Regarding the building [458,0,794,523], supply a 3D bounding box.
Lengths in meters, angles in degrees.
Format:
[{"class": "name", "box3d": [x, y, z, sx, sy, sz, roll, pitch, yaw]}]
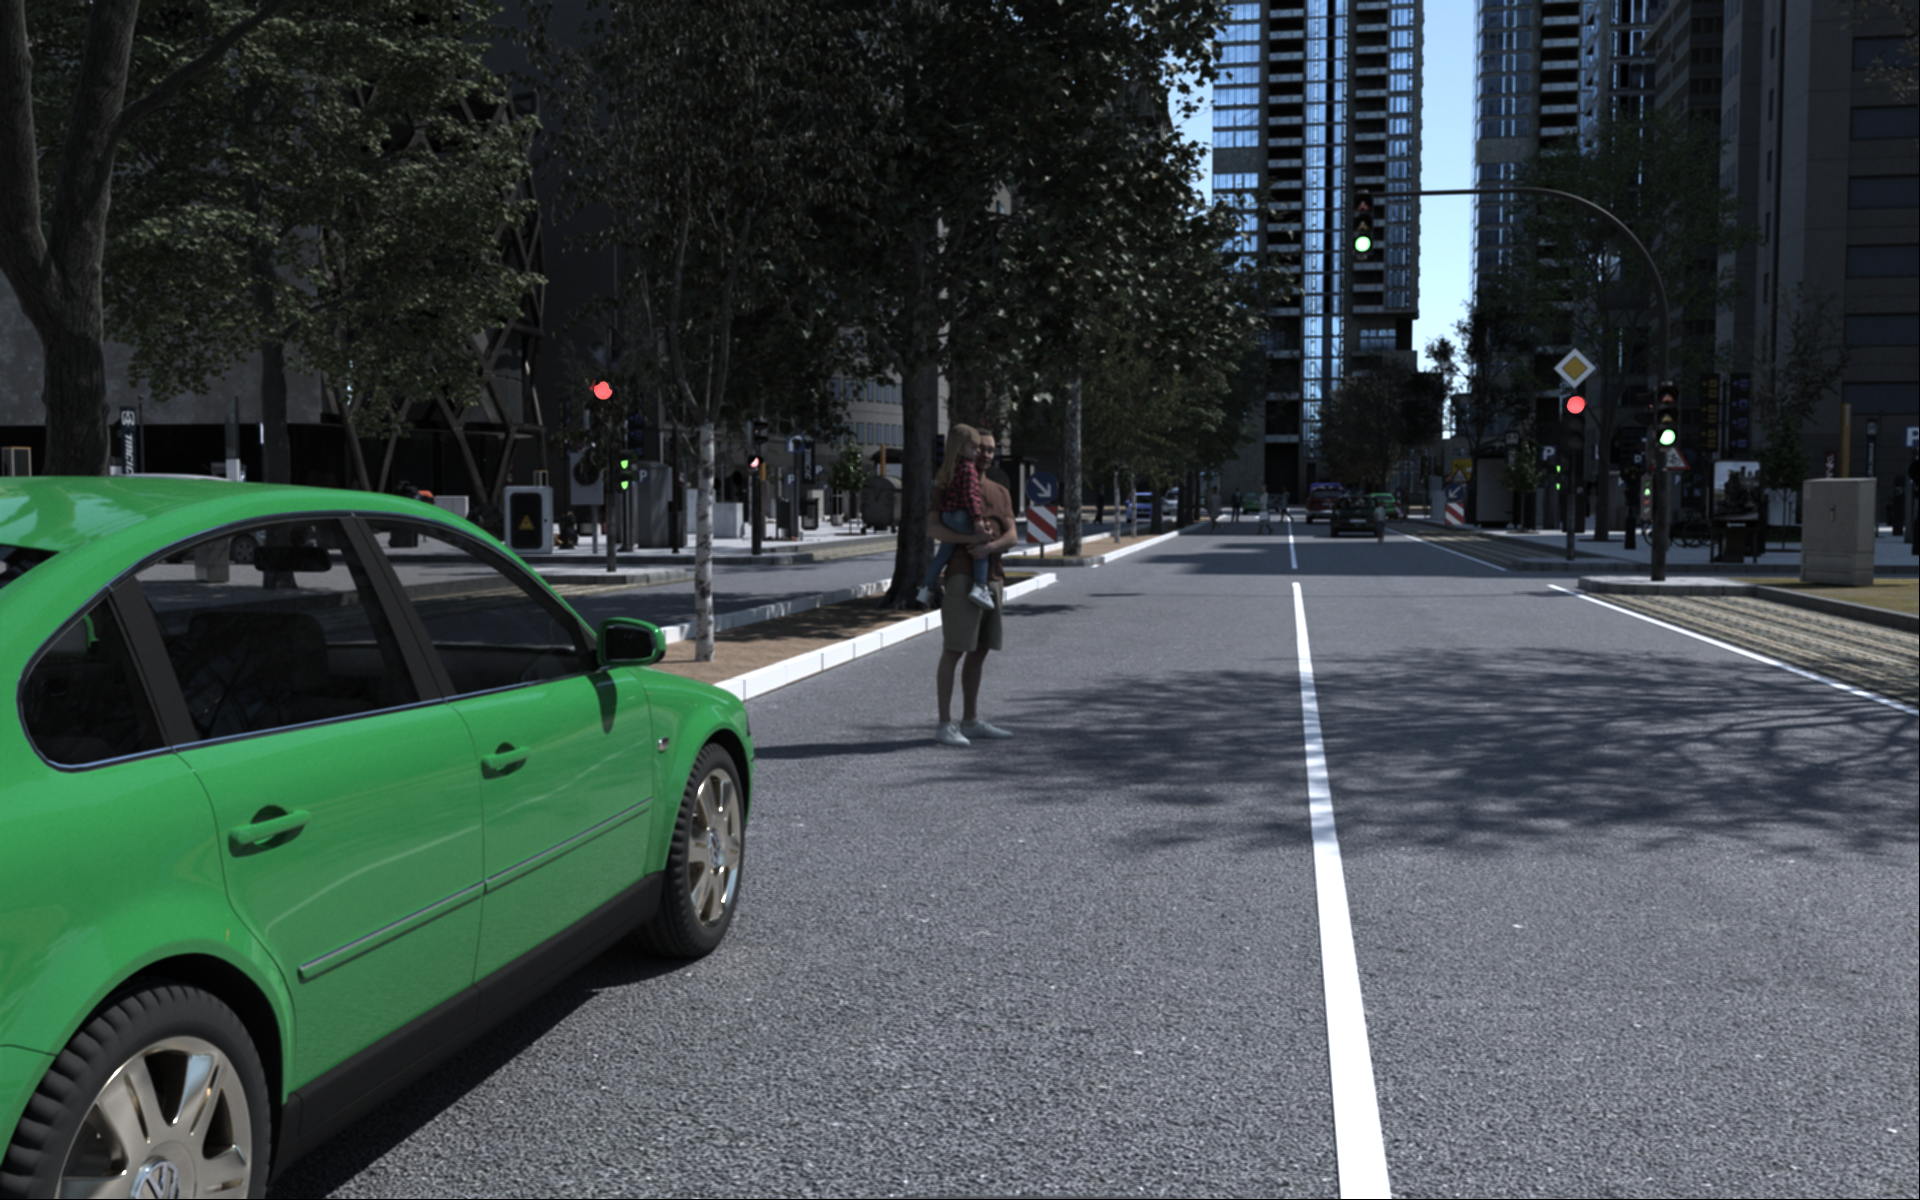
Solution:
[{"class": "building", "box3d": [-18.192, -17.996, 87.734, 14.314, 27.812, 24.014, 1, 4, 11]}]

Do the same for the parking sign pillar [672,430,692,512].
[{"class": "parking sign pillar", "box3d": [-11.764, -5.189, 73.311, 1.447, 3.967, 1.447, 1, 4, 10]}]

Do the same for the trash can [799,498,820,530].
[{"class": "trash can", "box3d": [-5.373, -3.075, 61.937, 0.748, 1.137, 0.748, 0, 3, 0]}]

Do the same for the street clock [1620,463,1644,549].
[{"class": "street clock", "box3d": [15.553, -2.176, 40.141, 0.471, 2.002, 0.358, 0, 4, -4]}]

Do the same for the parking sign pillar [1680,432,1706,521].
[{"class": "parking sign pillar", "box3d": [31.582, -5.285, 74.889, 1.447, 3.967, 1.447, 0, 4, -4]}]

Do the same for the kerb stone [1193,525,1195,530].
[{"class": "kerb stone", "box3d": [9.081, -2.825, 68.414, 0.120, 0.150, 1.000, 1, 4, 11]}]

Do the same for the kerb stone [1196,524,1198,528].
[{"class": "kerb stone", "box3d": [9.471, -2.943, 70.432, 0.120, 0.150, 1.000, 1, 4, 11]}]

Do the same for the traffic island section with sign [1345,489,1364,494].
[{"class": "traffic island section with sign", "box3d": [30.663, -7.634, 133.450, 1.989, 1.847, 2.006, 1, 4, 11]}]

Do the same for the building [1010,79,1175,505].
[{"class": "building", "box3d": [14.832, -38.705, 222.063, 27.495, 52.752, 28.713, 1, 4, 11]}]

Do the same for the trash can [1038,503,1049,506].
[{"class": "trash can", "box3d": [4.614, -5.158, 95.991, 0.748, 1.137, 0.748, 0, 3, 0]}]

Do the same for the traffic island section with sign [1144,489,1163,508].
[{"class": "traffic island section with sign", "box3d": [14.867, -7.816, 136.424, 1.989, 1.847, 2.006, 1, 4, 11]}]

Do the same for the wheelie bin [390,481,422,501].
[{"class": "wheelie bin", "box3d": [-13.329, -2.060, 41.587, 0.693, 1.594, 0.980, 0, 4, 1]}]

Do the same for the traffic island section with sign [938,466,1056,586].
[{"class": "traffic island section with sign", "box3d": [0.366, -1.198, 27.716, 2.006, 1.907, 1.989, 1, 4, 11]}]

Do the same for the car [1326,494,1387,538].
[{"class": "car", "box3d": [13.361, -2.968, 58.319, 2.009, 1.686, 4.222, 1, 4, 12]}]

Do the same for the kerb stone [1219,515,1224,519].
[{"class": "kerb stone", "box3d": [14.791, -4.677, 98.671, 0.120, 0.150, 1.000, 1, 4, 11]}]

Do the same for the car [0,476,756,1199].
[{"class": "car", "box3d": [-1.863, 0.284, 4.158, 1.959, 1.807, 4.718, 1, 4, 11]}]

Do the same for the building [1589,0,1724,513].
[{"class": "building", "box3d": [61.862, -26.153, 119.483, 32.217, 40.220, 23.993, 1, 4, 11]}]

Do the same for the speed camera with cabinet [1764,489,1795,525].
[{"class": "speed camera with cabinet", "box3d": [25.121, -3.592, 53.061, 0.660, 3.252, 2.038, 1, 4, 16]}]

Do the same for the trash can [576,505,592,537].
[{"class": "trash can", "box3d": [-11.337, -2.500, 52.533, 0.748, 1.137, 0.748, 0, 3, 0]}]

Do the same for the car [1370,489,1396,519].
[{"class": "car", "box3d": [23.923, -5.503, 98.766, 1.959, 1.807, 4.718, 1, 4, 9]}]

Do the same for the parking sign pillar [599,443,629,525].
[{"class": "parking sign pillar", "box3d": [-14.452, -5.155, 72.762, 1.447, 3.967, 1.447, 0, 4, -4]}]

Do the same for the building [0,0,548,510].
[{"class": "building", "box3d": [-23.991, -11.902, 62.045, 16.820, 18.784, 16.811, 1, 4, 11]}]

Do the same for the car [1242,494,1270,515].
[{"class": "car", "box3d": [20.739, -6.878, 121.258, 1.959, 1.807, 4.718, 1, 4, 11]}]

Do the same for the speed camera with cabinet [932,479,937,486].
[{"class": "speed camera with cabinet", "box3d": [-0.650, -6.926, 107.576, 2.038, 3.252, 0.660, 2, 4, 24]}]

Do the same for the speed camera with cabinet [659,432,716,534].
[{"class": "speed camera with cabinet", "box3d": [-8.911, -3.757, 55.760, 2.038, 3.252, 0.660, -1, 4, -10]}]

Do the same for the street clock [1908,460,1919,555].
[{"class": "street clock", "box3d": [20.149, -1.943, 36.333, 0.358, 2.002, 0.471, -1, 4, -20]}]

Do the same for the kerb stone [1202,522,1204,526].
[{"class": "kerb stone", "box3d": [10.419, -3.258, 75.488, 0.120, 0.150, 1.000, 1, 4, 11]}]

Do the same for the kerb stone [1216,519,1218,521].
[{"class": "kerb stone", "box3d": [13.267, -4.185, 90.617, 0.120, 0.150, 1.000, 1, 4, 11]}]

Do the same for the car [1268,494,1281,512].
[{"class": "car", "box3d": [24.712, -7.761, 138.890, 2.014, 1.417, 4.499, 1, 4, 9]}]

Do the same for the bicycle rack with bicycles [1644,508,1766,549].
[{"class": "bicycle rack with bicycles", "box3d": [18.053, -1.736, 41.763, 2.925, 0.926, 2.852, 1, 4, 14]}]

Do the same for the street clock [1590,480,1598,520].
[{"class": "street clock", "box3d": [31.940, -5.022, 86.683, 0.471, 2.002, 0.358, 2, 4, 32]}]

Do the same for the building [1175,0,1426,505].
[{"class": "building", "box3d": [42.980, -55.034, 212.476, 31.000, 86.520, 22.319, 1, 4, 11]}]

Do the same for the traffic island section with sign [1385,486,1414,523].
[{"class": "traffic island section with sign", "box3d": [21.651, -4.710, 85.637, 1.989, 1.847, 2.006, 1, 4, 11]}]

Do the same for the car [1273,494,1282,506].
[{"class": "car", "box3d": [32.480, -10.182, 178.276, 2.131, 1.459, 4.920, 1, 4, 12]}]

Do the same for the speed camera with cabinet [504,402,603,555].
[{"class": "speed camera with cabinet", "box3d": [-8.633, -2.598, 36.813, 2.038, 3.252, 0.660, -1, 4, -10]}]

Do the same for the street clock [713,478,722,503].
[{"class": "street clock", "box3d": [-10.985, -4.515, 78.392, 0.471, 2.002, 0.358, 1, 4, 16]}]

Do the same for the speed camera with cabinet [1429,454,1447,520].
[{"class": "speed camera with cabinet", "box3d": [23.596, -5.575, 85.491, 0.660, 3.252, 2.038, 0, 4, 7]}]

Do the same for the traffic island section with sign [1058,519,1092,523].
[{"class": "traffic island section with sign", "box3d": [5.634, -4.823, 87.480, 1.989, 1.847, 2.006, 1, 4, 11]}]

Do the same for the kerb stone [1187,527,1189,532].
[{"class": "kerb stone", "box3d": [8.322, -2.580, 64.374, 0.120, 0.150, 1.000, 1, 4, 11]}]

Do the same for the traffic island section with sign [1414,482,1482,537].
[{"class": "traffic island section with sign", "box3d": [16.610, -3.070, 58.829, 1.989, 1.847, 2.006, 1, 4, 11]}]

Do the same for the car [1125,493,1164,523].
[{"class": "car", "box3d": [9.324, -4.760, 87.413, 1.945, 1.707, 3.694, 1, 4, 9]}]

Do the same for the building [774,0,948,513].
[{"class": "building", "box3d": [-13.887, -35.841, 127.999, 21.231, 58.520, 28.212, 1, 4, 11]}]

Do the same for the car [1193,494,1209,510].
[{"class": "car", "box3d": [21.814, -8.912, 157.516, 2.131, 1.459, 4.920, 1, 4, 12]}]

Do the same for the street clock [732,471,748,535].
[{"class": "street clock", "box3d": [-6.824, -3.008, 53.749, 0.471, 2.002, 0.358, 3, 5, 42]}]

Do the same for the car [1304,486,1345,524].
[{"class": "car", "box3d": [17.806, -4.602, 83.908, 2.281, 1.827, 5.304, 1, 4, 11]}]

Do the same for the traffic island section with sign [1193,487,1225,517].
[{"class": "traffic island section with sign", "box3d": [15.649, -6.159, 108.840, 2.006, 1.907, 1.989, 1, 4, 11]}]

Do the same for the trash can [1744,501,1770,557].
[{"class": "trash can", "box3d": [16.246, -1.467, 35.632, 0.748, 1.137, 0.748, 0, 3, 0]}]

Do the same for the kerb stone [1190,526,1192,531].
[{"class": "kerb stone", "box3d": [8.704, -2.704, 66.399, 0.120, 0.150, 1.000, 1, 4, 11]}]

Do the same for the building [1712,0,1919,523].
[{"class": "building", "box3d": [50.203, -33.353, 87.318, 21.231, 58.520, 28.212, 1, 4, 11]}]

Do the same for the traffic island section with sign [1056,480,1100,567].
[{"class": "traffic island section with sign", "box3d": [1.747, -1.643, 34.994, 2.006, 1.907, 1.989, 1, 4, 11]}]

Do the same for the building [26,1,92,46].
[{"class": "building", "box3d": [-53.775, -16.155, 68.653, 34.151, 26.468, 19.350, 1, 4, 11]}]

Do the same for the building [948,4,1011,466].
[{"class": "building", "box3d": [-7.186, -33.131, 165.400, 21.600, 48.544, 21.300, 1, 4, 11]}]

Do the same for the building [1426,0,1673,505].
[{"class": "building", "box3d": [73.360, -54.656, 206.301, 31.000, 86.520, 22.319, 1, 4, 11]}]

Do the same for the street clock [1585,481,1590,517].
[{"class": "street clock", "box3d": [35.085, -5.640, 96.777, 0.471, 2.002, 0.358, 0, 4, -6]}]

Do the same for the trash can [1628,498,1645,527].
[{"class": "trash can", "box3d": [26.305, -3.404, 67.315, 0.748, 1.137, 0.748, 0, 3, 0]}]
